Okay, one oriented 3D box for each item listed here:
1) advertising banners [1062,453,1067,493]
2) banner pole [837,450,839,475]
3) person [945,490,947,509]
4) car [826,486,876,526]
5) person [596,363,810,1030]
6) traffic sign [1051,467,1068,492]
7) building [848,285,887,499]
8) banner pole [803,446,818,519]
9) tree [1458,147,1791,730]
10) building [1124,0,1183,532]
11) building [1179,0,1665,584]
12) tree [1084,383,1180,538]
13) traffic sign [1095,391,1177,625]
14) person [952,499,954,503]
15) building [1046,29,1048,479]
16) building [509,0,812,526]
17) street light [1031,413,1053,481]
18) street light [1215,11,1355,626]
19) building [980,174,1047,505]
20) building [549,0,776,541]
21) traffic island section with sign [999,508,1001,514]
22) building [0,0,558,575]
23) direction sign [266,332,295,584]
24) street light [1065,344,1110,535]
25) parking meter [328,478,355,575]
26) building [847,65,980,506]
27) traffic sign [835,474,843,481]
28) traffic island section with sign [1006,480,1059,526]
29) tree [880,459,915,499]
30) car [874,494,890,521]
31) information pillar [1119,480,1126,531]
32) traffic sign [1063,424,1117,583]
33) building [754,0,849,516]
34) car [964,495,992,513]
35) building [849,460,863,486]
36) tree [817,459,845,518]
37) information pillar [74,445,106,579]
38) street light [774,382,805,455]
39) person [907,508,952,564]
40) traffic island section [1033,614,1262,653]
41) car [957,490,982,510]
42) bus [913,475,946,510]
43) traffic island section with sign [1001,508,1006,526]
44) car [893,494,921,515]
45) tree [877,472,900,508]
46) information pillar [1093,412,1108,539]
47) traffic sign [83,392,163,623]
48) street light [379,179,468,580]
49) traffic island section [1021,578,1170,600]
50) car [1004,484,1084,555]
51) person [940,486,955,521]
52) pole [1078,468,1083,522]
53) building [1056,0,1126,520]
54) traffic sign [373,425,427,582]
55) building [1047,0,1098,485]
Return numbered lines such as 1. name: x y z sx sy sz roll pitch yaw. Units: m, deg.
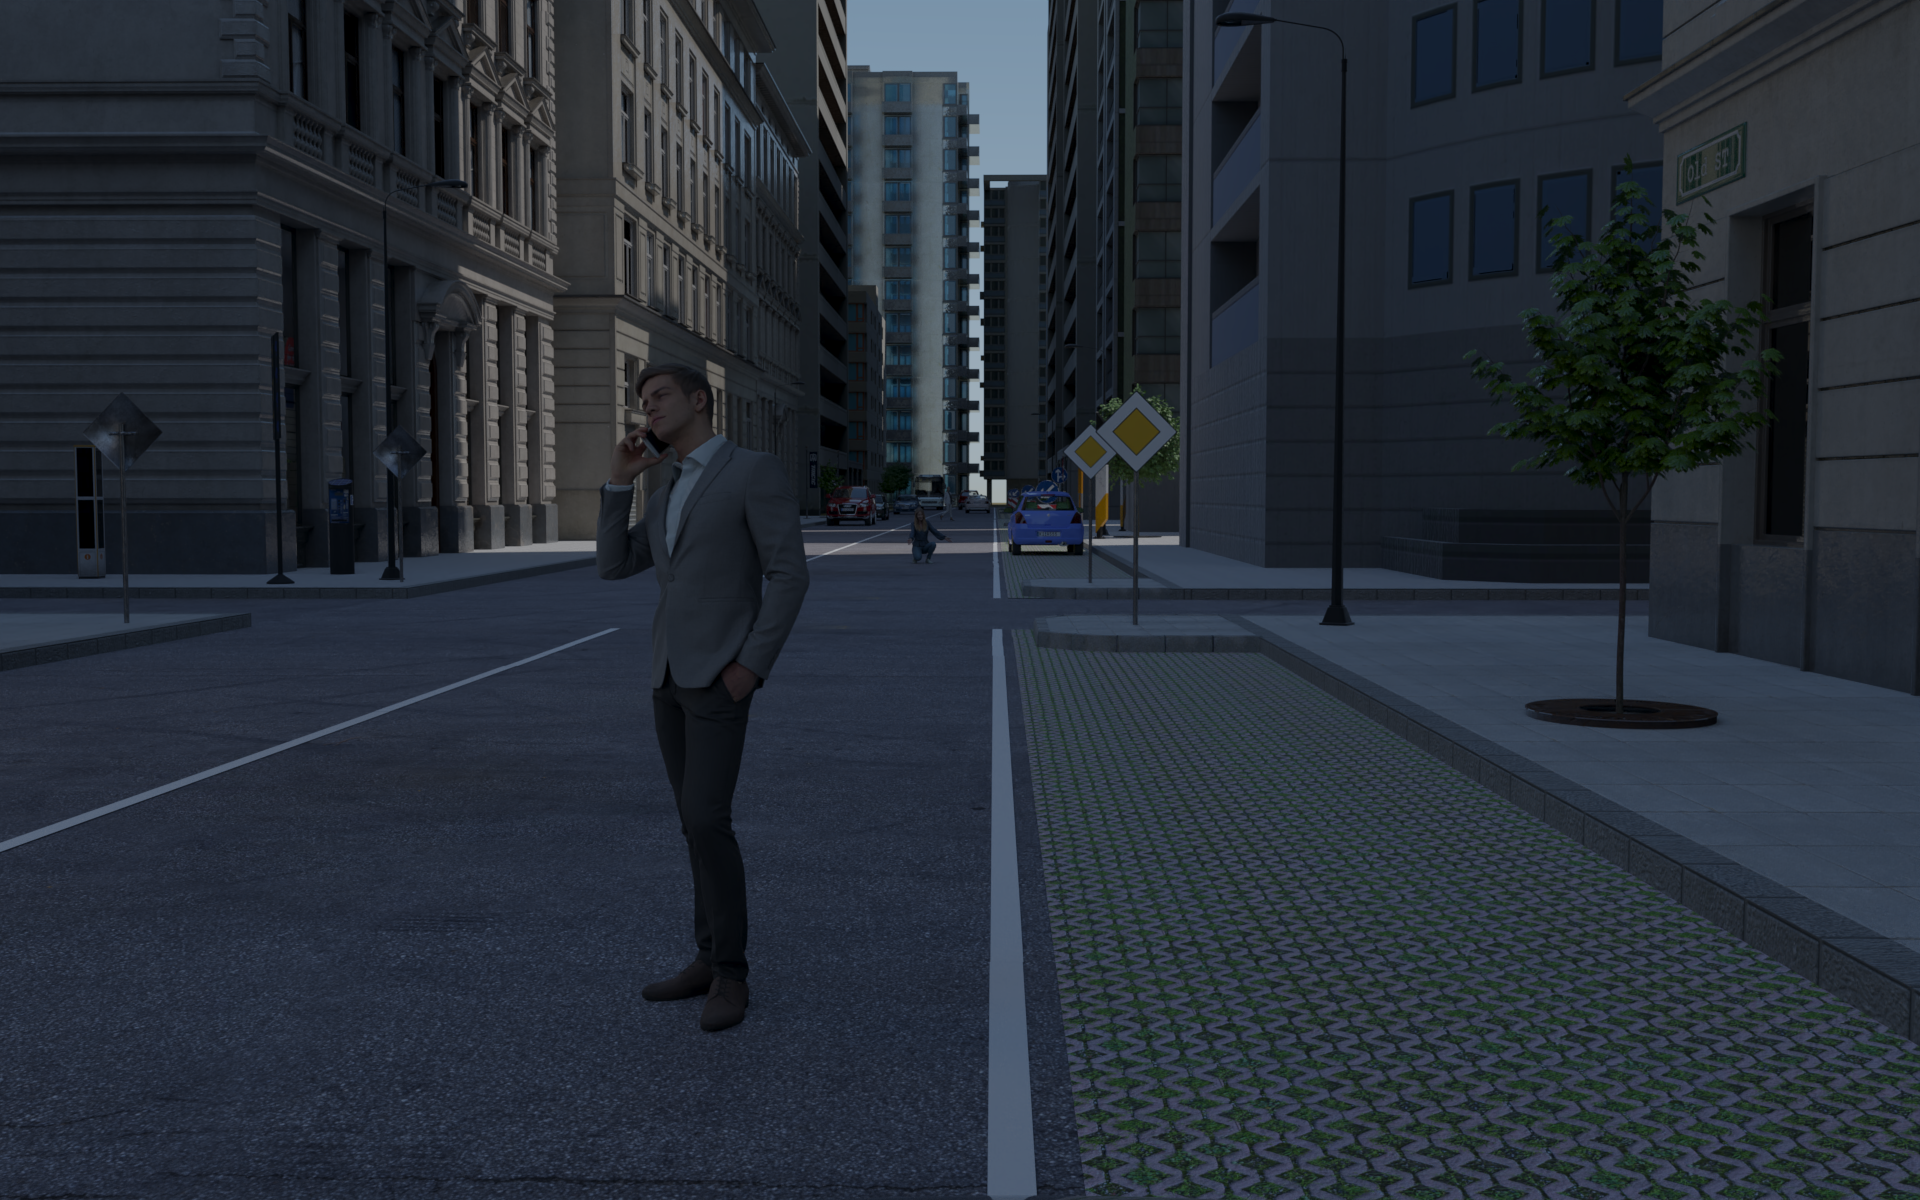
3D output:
1. advertising banners: 4.456 -4.748 73.815 0.090 3.025 2.074 0 4 -1
2. banner pole: -6.953 -6.644 98.646 0.401 3.779 0.863 0 4 2
3. person: -1.302 -9.999 171.981 0.705 1.824 1.348 2 4 27
4. car: -4.969 -4.341 79.647 2.281 1.827 5.304 0 4 1
5. person: -0.729 0.234 4.850 0.473 1.802 0.592 -2 4 -32
6. traffic sign: 4.724 -5.024 82.248 0.768 2.556 0.104 1 4 9
7. building: -22.142 -19.367 161.687 28.899 21.520 27.650 0 4 1
8. banner pole: -7.740 -6.103 89.805 0.863 3.779 0.401 1 4 23
9. tree: 3.651 -0.931 9.829 1.663 3.219 1.824 0 3 0
10. building: 12.993 -17.884 64.105 14.160 30.474 14.107 0 4 1
11. building: 19.370 -29.998 32.460 28.212 58.520 21.231 0 4 1
12. tree: 5.237 -4.137 51.361 4.285 4.588 4.351 0 3 0
13. traffic sign: 1.717 -0.812 16.927 0.795 2.450 0.064 0 4 1
14. person: -0.908 -8.211 146.004 1.065 1.426 0.557 3 5 40
15. building: 15.719 -31.603 166.820 14.600 45.320 14.200 0 4 1
16. building: -13.867 -15.735 86.150 11.050 23.489 19.941 0 4 1
17. street light: 4.754 -7.751 99.272 1.470 5.913 1.316 0 4 1
18. street light: 3.161 -2.710 16.849 1.470 5.913 1.316 0 4 1
19. building: 14.305 -31.049 199.524 23.993 40.220 32.217 0 4 1
20. building: -16.348 -13.938 61.166 16.112 22.955 30.059 0 4 1
21. traffic island section with sign: 3.925 -7.223 126.722 1.989 1.847 2.006 0 4 1
22. building: -15.644 -12.679 36.177 11.050 23.489 19.941 0 4 1
23. direction sign: -9.718 -1.998 24.667 0.379 3.537 0.876 -2 4 -26
24. street light: 3.948 -4.971 53.822 1.470 5.913 1.316 0 4 1
25. parking meter: -9.888 -1.179 27.686 0.372 1.533 0.369 0 3 0
26. building: -12.991 -35.275 196.361 30.456 49.044 23.786 0 4 1
27. traffic sign: -6.820 -5.791 95.864 0.795 2.450 0.064 0 4 2
28. traffic island section with sign: 2.400 -2.542 50.194 1.989 1.847 2.006 0 4 1
29. tree: -5.890 -11.016 163.821 4.285 4.588 4.351 0 3 0
30. car: -4.822 -5.197 94.754 2.009 1.686 4.222 0 4 1
31. information pillar: 5.635 -4.186 59.790 0.183 3.616 0.504 1 4 20
32. traffic sign: 1.874 -1.301 24.910 0.795 2.450 0.064 0 4 1
33. building: -18.716 -29.801 110.941 21.300 48.544 21.600 0 4 1
34. car: 1.339 -7.169 129.578 2.083 1.381 4.827 0 4 1
35. building: -18.016 -42.390 131.330 20.563 71.187 20.611 0 4 1
36. tree: -7.037 -6.111 94.521 1.663 3.219 1.824 0 3 0
37. information pillar: -13.165 -1.328 26.212 0.304 2.012 0.304 0 4 -5
38. street light: -7.106 -6.069 71.762 1.470 5.913 1.316 0 4 1
39. person: -0.672 -1.326 35.680 1.012 1.151 0.738 -1 4 -14
40. traffic island section: 1.740 0.323 17.004 2.009 0.180 2.903 0 4 1
41. car: 0.891 -9.085 157.220 2.281 1.827 5.304 0 4 2
42. bus: -2.749 -9.966 157.803 2.948 3.499 13.247 0 4 -1
43. traffic island section with sign: 2.941 -4.191 77.144 1.989 1.847 2.006 0 4 1
44. car: -3.740 -6.784 122.921 2.014 1.417 4.499 0 4 3
45. tree: -6.357 -9.927 156.902 1.663 3.219 1.824 0 3 0
46. information pillar: 4.034 -3.546 49.326 0.183 3.616 0.504 -2 4 -34
47. traffic sign: -8.275 -0.826 17.144 0.795 2.450 0.064 0 4 1
48. street light: -7.964 -3.253 25.734 1.470 5.913 1.316 0 4 1
49. traffic island section: 1.898 -0.166 24.987 2.009 0.180 2.903 0 4 1
50. car: 2.026 -1.952 41.508 1.945 1.707 3.694 0 4 0
51. person: -0.685 -5.190 93.232 0.818 1.842 0.514 1 4 15
52. pole: 4.999 -4.771 71.847 0.158 3.312 0.155 0 3 0
53. building: 15.644 -39.748 88.127 20.563 71.187 20.611 0 4 1
54. traffic sign: -8.117 -1.314 25.128 0.795 2.450 0.064 0 4 1
55. building: 17.736 -31.190 133.665 21.300 48.544 21.600 0 4 1
